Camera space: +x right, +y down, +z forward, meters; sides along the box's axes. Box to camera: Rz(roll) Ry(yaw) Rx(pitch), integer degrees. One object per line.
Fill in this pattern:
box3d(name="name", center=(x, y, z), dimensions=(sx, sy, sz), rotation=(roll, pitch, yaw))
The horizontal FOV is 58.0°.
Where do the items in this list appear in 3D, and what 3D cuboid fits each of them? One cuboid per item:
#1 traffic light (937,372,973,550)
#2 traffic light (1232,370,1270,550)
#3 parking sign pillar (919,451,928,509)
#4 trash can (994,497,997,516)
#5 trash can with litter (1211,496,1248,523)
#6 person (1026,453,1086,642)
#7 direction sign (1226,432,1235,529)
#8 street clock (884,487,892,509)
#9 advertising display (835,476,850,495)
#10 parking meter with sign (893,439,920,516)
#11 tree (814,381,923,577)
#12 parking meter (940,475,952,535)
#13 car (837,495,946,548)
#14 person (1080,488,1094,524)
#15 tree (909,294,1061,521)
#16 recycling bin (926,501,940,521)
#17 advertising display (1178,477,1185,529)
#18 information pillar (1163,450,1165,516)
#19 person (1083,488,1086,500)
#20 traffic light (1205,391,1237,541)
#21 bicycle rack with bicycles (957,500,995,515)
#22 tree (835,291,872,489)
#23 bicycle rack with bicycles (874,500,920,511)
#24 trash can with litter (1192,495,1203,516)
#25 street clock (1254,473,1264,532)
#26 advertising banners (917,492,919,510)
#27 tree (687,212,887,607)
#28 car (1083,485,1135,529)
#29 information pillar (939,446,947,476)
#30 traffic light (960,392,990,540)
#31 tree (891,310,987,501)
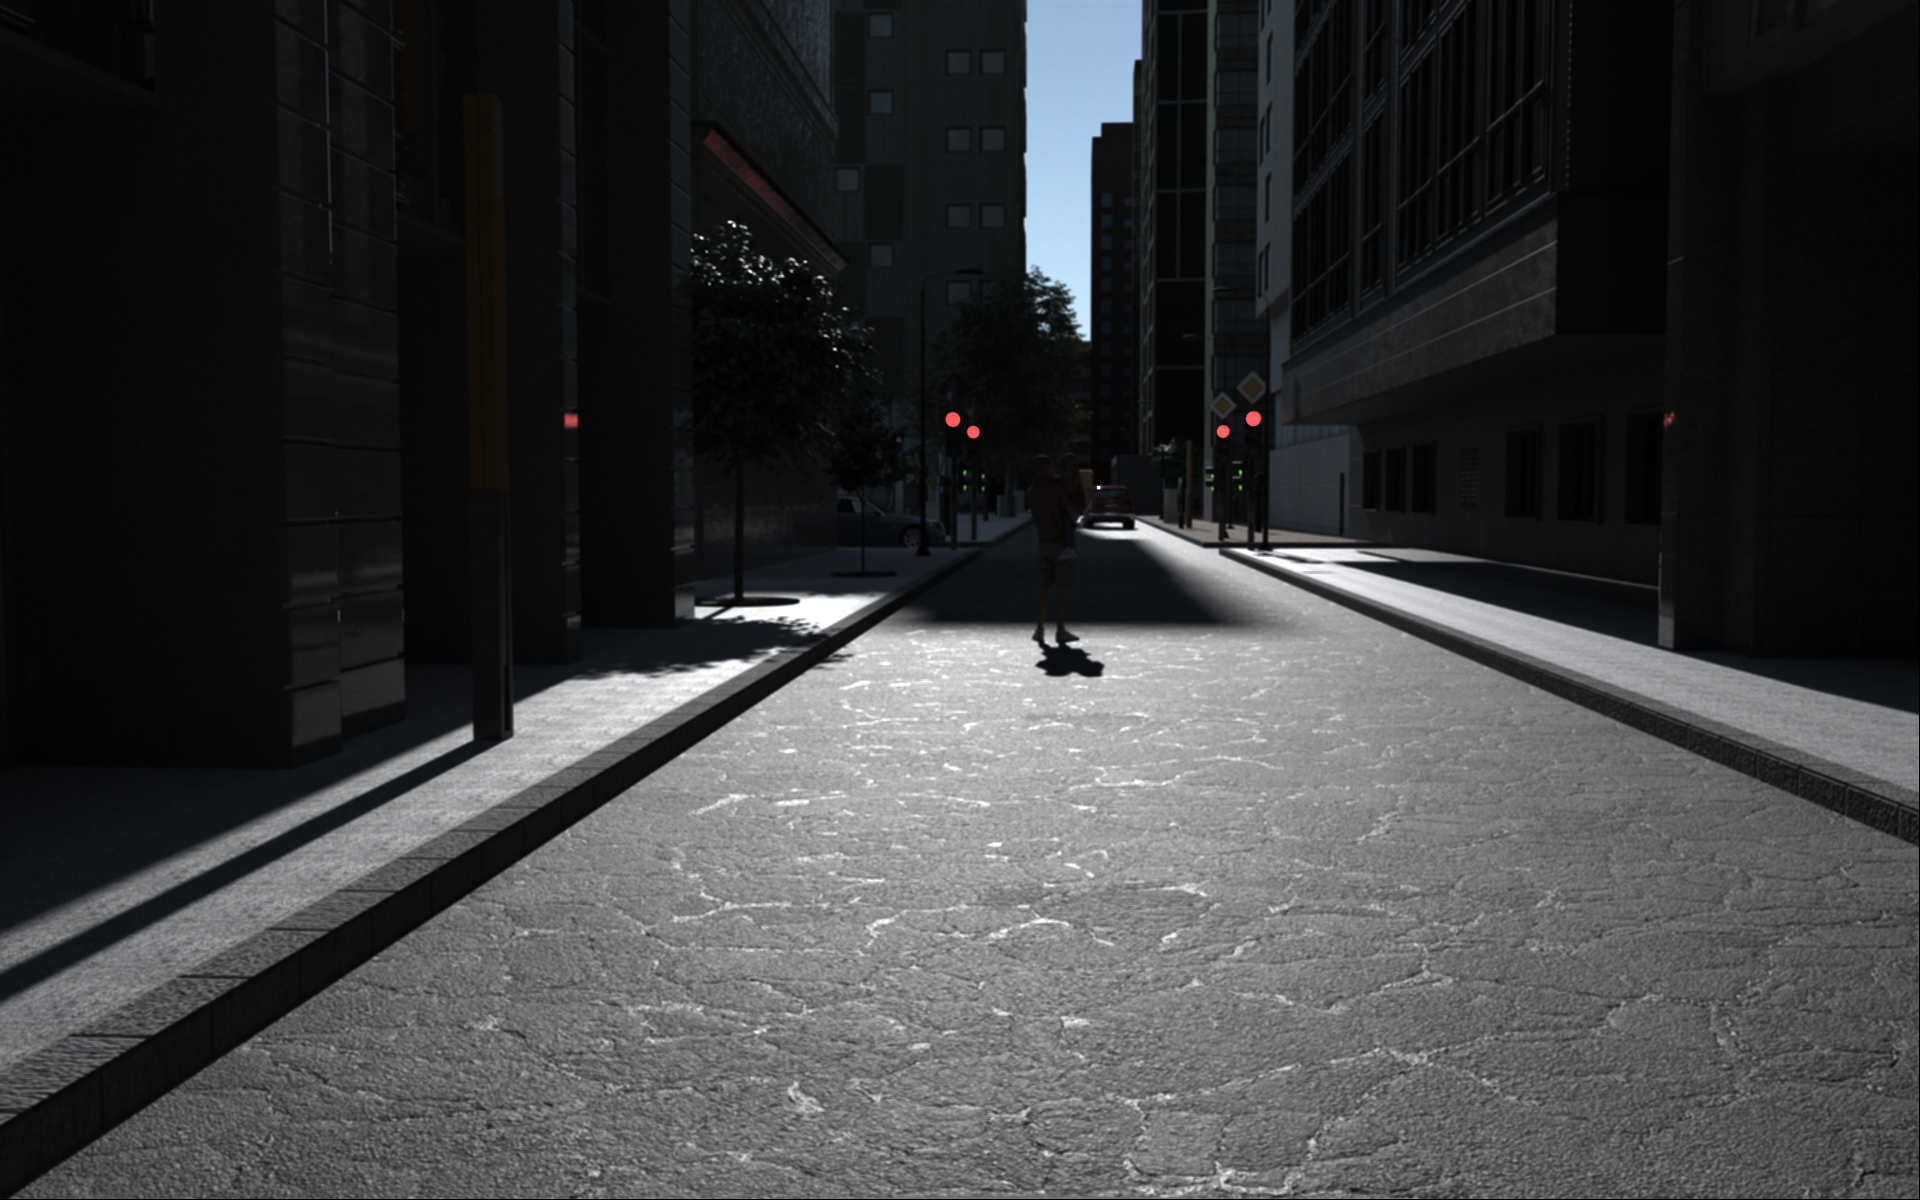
box3d(name="traffic light", center=(-0.123, -3.115, 39.856), dimensions=(0.839, 4.253, 0.868), rotation=(0, 4, 4))
box3d(name="traffic light", center=(6.624, -3.089, 39.427), dimensions=(0.839, 4.253, 0.868), rotation=(0, 4, 4))
box3d(name="parking sign pillar", center=(-2.312, -7.337, 108.433), dimensions=(1.447, 3.967, 1.447), rotation=(0, 4, 5))
box3d(name="trash can", center=(2.341, -5.510, 101.734), dimensions=(0.748, 1.137, 0.748), rotation=(0, 3, 0))
box3d(name="trash can with litter", center=(12.247, -3.993, 76.335), dimensions=(1.678, 1.210, 2.233), rotation=(-2, 4, -32))
box3d(name="person", center=(0.958, -0.518, 16.947), dimensions=(0.580, 1.828, 0.573), rotation=(-1, 4, -9))
box3d(name="direction sign", center=(9.990, -4.402, 63.965), dimensions=(0.379, 3.537, 0.876), rotation=(0, 3, 0))
box3d(name="street clock", center=(-5.017, -7.118, 120.956), dimensions=(0.471, 2.002, 0.358), rotation=(1, 4, 19))
box3d(name="advertising display", center=(-3.532, -2.611, 47.905), dimensions=(0.974, 1.923, 0.123), rotation=(0, 4, 5))
box3d(name="parking meter with sign", center=(-1.570, -3.259, 49.539), dimensions=(0.543, 3.016, 1.738), rotation=(-2, 4, -24))
box3d(name="tree", center=(-1.618, -1.985, 27.058), dimensions=(1.663, 3.219, 1.824), rotation=(0, 3, 0))
box3d(name="parking meter", center=(-0.445, -2.937, 53.724), dimensions=(0.255, 1.863, 0.399), rotation=(-2, 4, -28))
box3d(name="car", center=(-2.610, -1.986, 44.478), dimensions=(4.499, 1.417, 2.014), rotation=(0, 4, 3))
box3d(name="person", center=(6.045, -4.437, 81.803), dimensions=(0.760, 1.731, 0.466), rotation=(-3, 4, -38))
box3d(name="tree", center=(0.989, -9.027, 81.998), dimensions=(8.767, 10.594, 7.601), rotation=(3, 5, 40))
box3d(name="recycling bin", center=(-0.965, -2.929, 60.439), dimensions=(0.722, 1.027, 0.722), rotation=(1, 4, 8))
box3d(name="advertising display", center=(8.202, -3.605, 64.159), dimensions=(0.123, 1.923, 0.974), rotation=(0, 4, -2))
box3d(name="information pillar", center=(10.894, -6.207, 92.844), dimensions=(0.183, 3.616, 0.504), rotation=(1, 4, 12))
box3d(name="person", center=(8.796, -6.982, 122.538), dimensions=(0.514, 1.842, 0.818), rotation=(-1, 4, -13))
box3d(name="traffic light", center=(7.151, -3.576, 47.395), dimensions=(0.839, 4.253, 0.868), rotation=(0, 4, 4))
box3d(name="bicycle rack with bicycles", center=(0.764, -5.728, 107.029), dimensions=(2.925, 0.926, 2.852), rotation=(1, 4, 12))
box3d(name="tree", center=(-4.640, -6.633, 58.819), dimensions=(4.360, 8.622, 3.978), rotation=(0, 3, 0))
box3d(name="bicycle rack with bicycles", center=(-3.573, -5.387, 101.462), dimensions=(2.852, 0.926, 2.925), rotation=(-3, 4, -37))
box3d(name="trash can with litter", center=(14.031, -5.503, 101.029), dimensions=(2.233, 1.210, 1.678), rotation=(2, 4, 30))
box3d(name="street clock", center=(10.054, -3.287, 58.316), dimensions=(0.358, 2.002, 0.471), rotation=(-1, 4, -16))
box3d(name="advertising banners", center=(-3.129, -7.309, 115.686), dimensions=(2.074, 3.025, 0.090), rotation=(3, 5, 43))
box3d(name="tree", center=(-2.555, -2.231, 20.197), dimensions=(4.285, 4.588, 4.351), rotation=(0, 3, 0))
box3d(name="car", center=(6.275, -3.949, 73.234), dimensions=(2.281, 1.827, 5.304), rotation=(0, 4, 2))
box3d(name="information pillar", center=(-0.742, -5.201, 76.393), dimensions=(0.183, 3.616, 0.504), rotation=(-2, 4, -32))
box3d(name="traffic light", center=(0.404, -3.603, 47.824), dimensions=(0.839, 4.253, 0.868), rotation=(0, 4, 4))
box3d(name="tree", center=(-0.904, -7.319, 70.033), dimensions=(4.737, 8.622, 4.395), rotation=(0, 3, 0))
